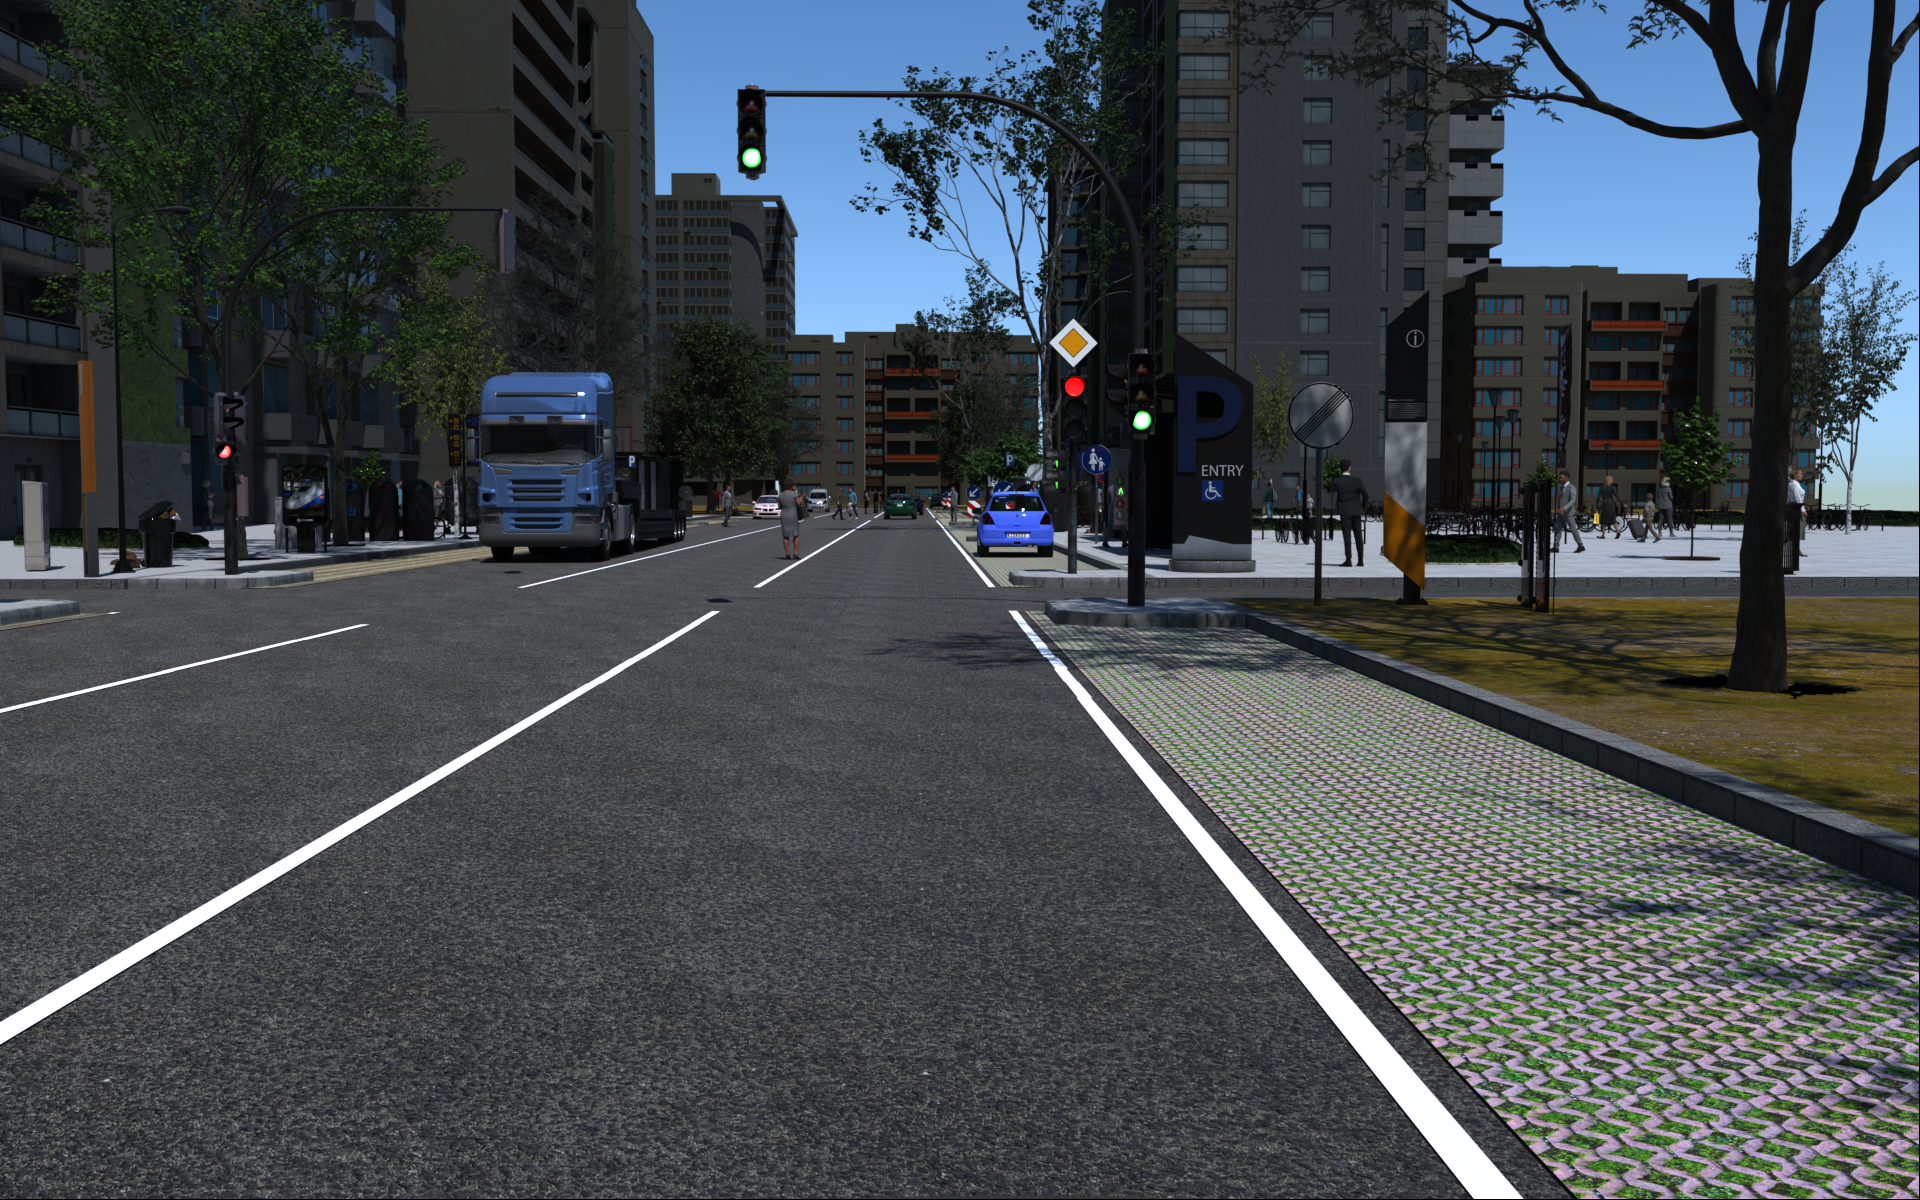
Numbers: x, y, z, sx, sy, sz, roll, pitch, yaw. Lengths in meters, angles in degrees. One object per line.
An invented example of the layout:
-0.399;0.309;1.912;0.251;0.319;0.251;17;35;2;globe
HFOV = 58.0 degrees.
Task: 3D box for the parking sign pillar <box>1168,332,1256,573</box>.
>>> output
4.202;-2.464;28.755;1.447;3.967;1.447;1;4;11;parking sign pillar

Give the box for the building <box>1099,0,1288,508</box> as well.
18.623;-28.276;145.902;14.154;41.232;14.086;0;4;-1;building

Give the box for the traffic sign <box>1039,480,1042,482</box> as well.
3.894;-4.633;75.758;0.884;2.594;0.081;0;4;0;traffic sign

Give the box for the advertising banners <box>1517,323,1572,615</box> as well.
6.362;-1.386;18.855;0.090;3.025;2.074;0;4;6;advertising banners

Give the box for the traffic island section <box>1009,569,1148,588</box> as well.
1.830;-0.344;27.900;2.009;0.180;2.903;0;4;-1;traffic island section

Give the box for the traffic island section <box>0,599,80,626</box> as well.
-11.399;0.166;19.573;2.009;0.180;2.903;0;4;-1;traffic island section

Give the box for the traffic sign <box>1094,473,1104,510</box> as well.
5.968;-4.421;72.390;0.768;2.556;0.104;0;4;2;traffic sign

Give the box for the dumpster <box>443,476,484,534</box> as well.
-16.068;-3.108;56.569;1.264;1.857;1.865;0;4;-2;dumpster

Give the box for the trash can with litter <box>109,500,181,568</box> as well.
-14.149;-1.144;30.089;0.624;1.170;1.055;3;4;38;trash can with litter

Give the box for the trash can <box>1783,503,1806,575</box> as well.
13.120;-0.984;27.745;0.748;1.137;0.748;0;3;0;trash can

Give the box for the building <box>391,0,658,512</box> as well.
-39.566;-32.574;156.281;21.600;48.544;21.300;0;4;-1;building

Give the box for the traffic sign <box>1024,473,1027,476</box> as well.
3.453;-5.029;81.963;0.795;2.593;0.064;0;4;7;traffic sign

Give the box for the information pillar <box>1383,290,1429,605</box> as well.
5.165;-1.753;20.021;0.504;3.616;0.183;1;4;10;information pillar

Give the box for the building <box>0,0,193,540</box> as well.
-31.885;-22.305;48.280;14.154;41.232;14.086;0;4;-1;building

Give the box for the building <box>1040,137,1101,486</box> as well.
23.254;-33.907;209.008;28.867;44.769;22.147;0;4;-1;building

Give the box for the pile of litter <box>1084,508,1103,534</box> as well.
4.647;-2.597;56.430;1.176;0.858;1.719;-2;4;-35;pile of litter

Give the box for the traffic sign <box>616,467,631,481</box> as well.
-16.009;-5.039;82.494;0.768;2.556;0.104;0;4;4;traffic sign

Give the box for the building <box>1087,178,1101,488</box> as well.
18.610;-23.801;160.843;14.160;30.474;14.107;0;4;-1;building

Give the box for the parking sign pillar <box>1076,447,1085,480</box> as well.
5.436;-5.613;80.248;1.447;3.967;1.447;1;4;16;parking sign pillar

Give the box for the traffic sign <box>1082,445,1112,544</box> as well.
3.529;-2.729;44.728;0.768;2.556;0.104;0;4;5;traffic sign

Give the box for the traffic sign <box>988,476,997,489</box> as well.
1.846;-5.730;95.820;0.606;2.300;0.079;0;4;-1;traffic sign

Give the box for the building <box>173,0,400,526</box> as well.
-39.624;-28.141;79.717;23.786;49.044;30.456;0;4;-1;building

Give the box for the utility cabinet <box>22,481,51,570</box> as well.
-15.539;-1.253;29.173;0.318;1.500;1.173;-2;4;-23;utility cabinet

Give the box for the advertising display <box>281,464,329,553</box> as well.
-14.278;-1.992;37.782;0.974;1.923;0.123;0;4;2;advertising display

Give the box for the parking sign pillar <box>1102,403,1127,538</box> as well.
4.942;-3.848;51.392;1.447;3.967;1.447;-1;4;-14;parking sign pillar

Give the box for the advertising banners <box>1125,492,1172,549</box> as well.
4.843;-2.693;40.219;2.074;3.025;0.090;-1;4;-12;advertising banners

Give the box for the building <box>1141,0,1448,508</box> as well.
22.731;-42.173;127.772;20.563;71.187;20.611;0;4;-1;building

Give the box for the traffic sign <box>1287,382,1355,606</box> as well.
4.095;-1.201;19.744;0.768;2.556;0.104;0;4;-1;traffic sign

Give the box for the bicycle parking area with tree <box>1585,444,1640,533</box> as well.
19.145;-4.547;61.351;9.016;4.147;8.231;2;4;26;bicycle parking area with tree

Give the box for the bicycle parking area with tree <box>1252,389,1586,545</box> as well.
11.980;-3.680;47.174;8.231;4.147;9.016;1;4;12;bicycle parking area with tree

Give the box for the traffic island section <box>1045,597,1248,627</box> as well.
2.038;0.145;19.918;2.009;0.180;2.903;0;4;-1;traffic island section

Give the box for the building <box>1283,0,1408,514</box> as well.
19.924;-26.159;111.292;14.154;41.232;14.086;0;4;-1;building

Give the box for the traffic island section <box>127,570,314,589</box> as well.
-11.607;-0.323;27.556;2.009;0.180;2.903;0;4;-1;traffic island section

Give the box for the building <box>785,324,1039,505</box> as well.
-5.786;-22.408;211.403;28.899;21.520;27.650;0;4;-1;building

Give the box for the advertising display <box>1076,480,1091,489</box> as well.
5.511;-4.485;78.548;0.974;1.923;0.123;-2;4;-29;advertising display

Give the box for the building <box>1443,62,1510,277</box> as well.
51.343;-38.130;212.659;27.495;52.752;28.713;0;4;-1;building

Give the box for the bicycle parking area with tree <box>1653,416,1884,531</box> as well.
28.931;-4.680;63.522;8.231;4.147;9.016;1;4;17;bicycle parking area with tree

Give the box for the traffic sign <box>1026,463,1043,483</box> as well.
3.126;-4.377;71.674;0.768;2.556;0.104;0;4;3;traffic sign

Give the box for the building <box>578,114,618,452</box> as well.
-34.290;-22.004;131.472;14.160;30.474;14.107;0;4;-1;building

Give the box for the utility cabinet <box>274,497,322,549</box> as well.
-15.488;-1.797;40.548;1.020;1.237;0.306;0;4;4;utility cabinet

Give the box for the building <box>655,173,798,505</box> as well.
-32.451;-31.836;212.401;23.993;40.220;32.217;0;4;-1;building

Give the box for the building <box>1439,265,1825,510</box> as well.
56.126;-19.012;155.882;28.899;21.520;27.650;0;4;-1;building
